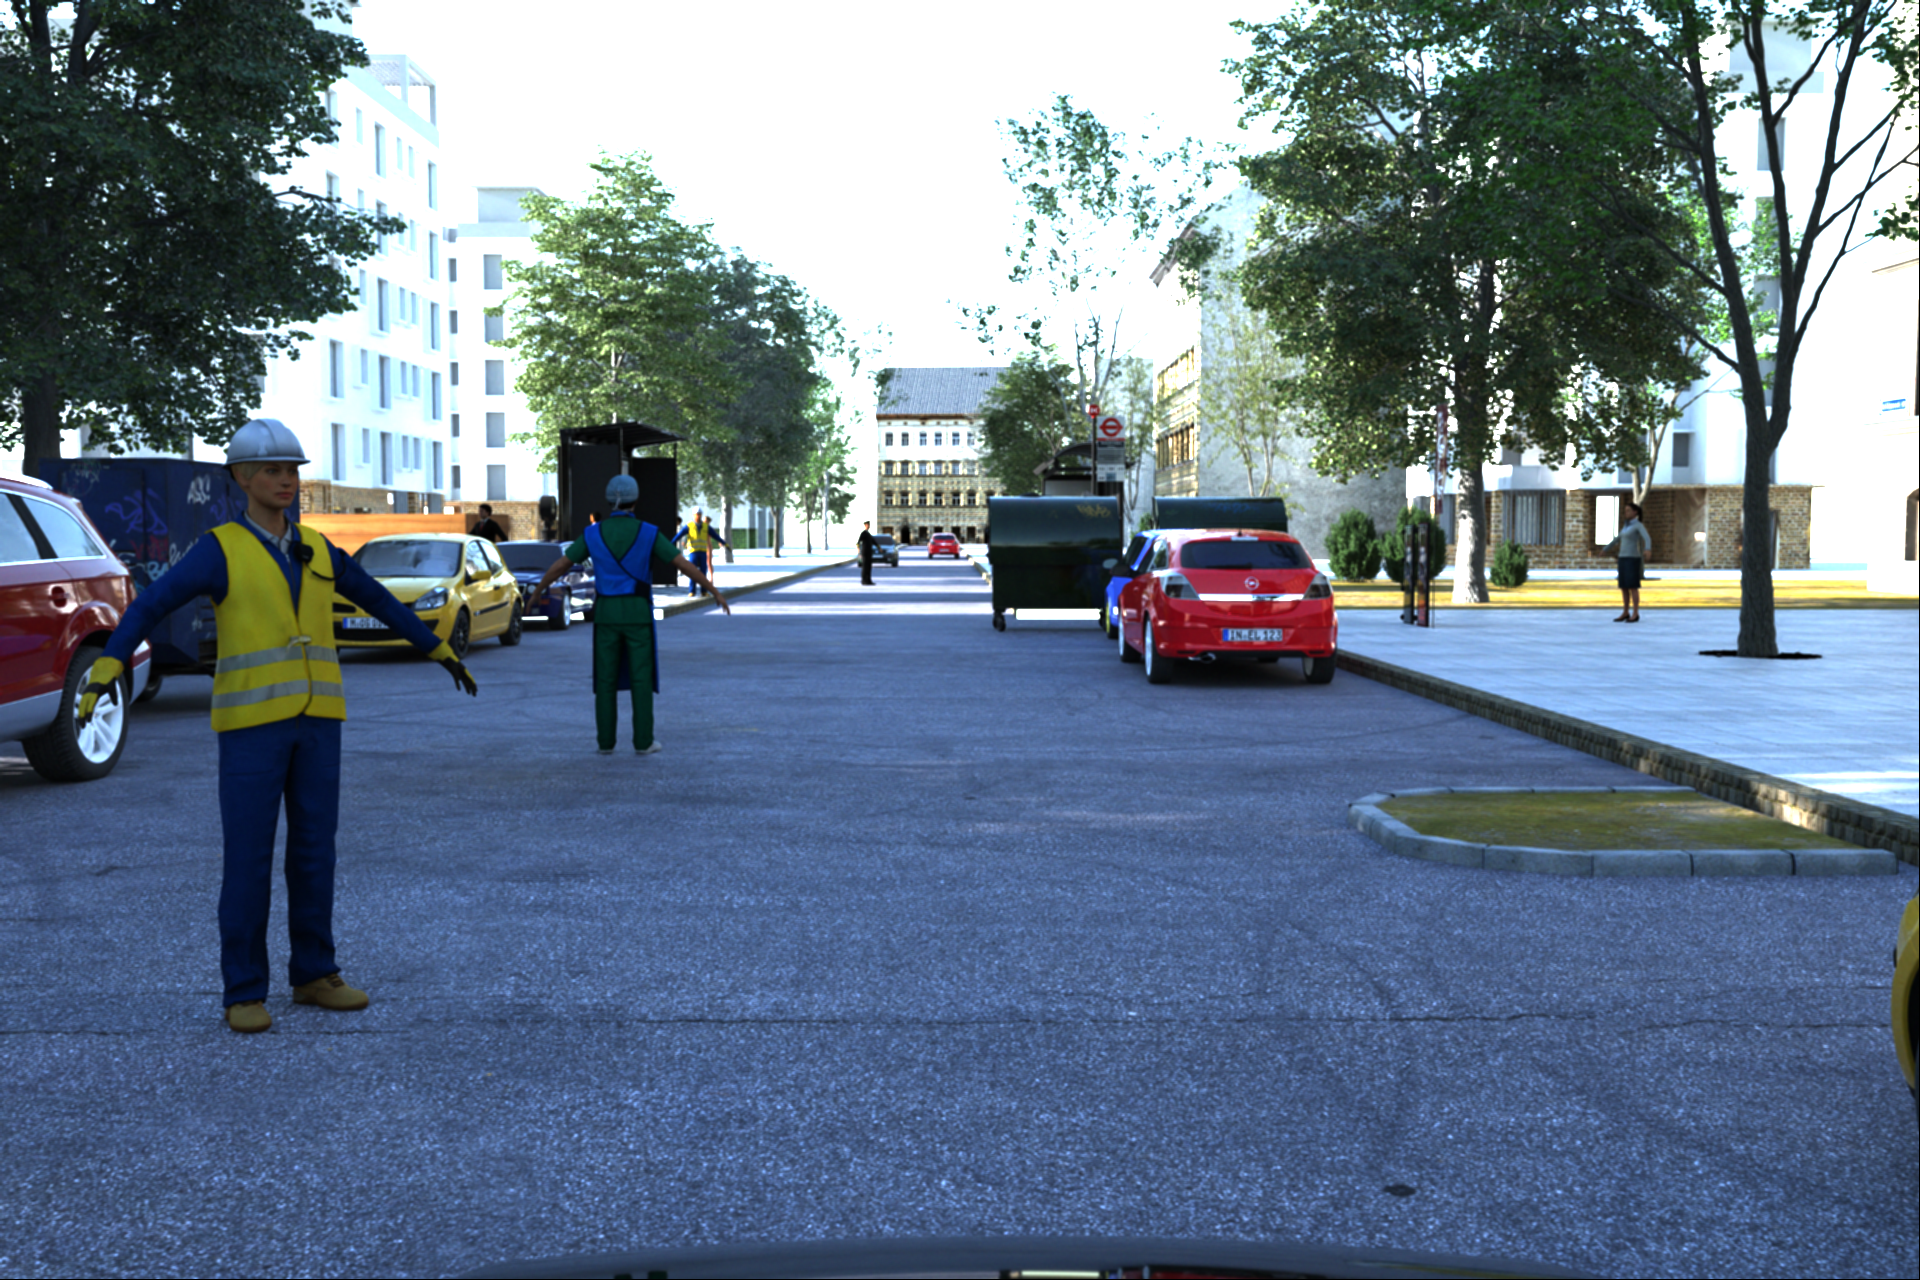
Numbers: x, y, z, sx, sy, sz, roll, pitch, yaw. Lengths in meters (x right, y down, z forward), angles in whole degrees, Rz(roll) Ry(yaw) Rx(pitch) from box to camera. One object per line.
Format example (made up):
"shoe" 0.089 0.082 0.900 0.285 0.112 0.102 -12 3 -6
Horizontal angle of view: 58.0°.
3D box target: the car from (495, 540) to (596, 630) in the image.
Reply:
"car" -6.730 -0.885 27.044 1.945 1.354 3.894 0 4 -1

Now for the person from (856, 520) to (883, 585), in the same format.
"person" -2.582 -2.455 48.524 0.705 1.837 1.347 2 4 27

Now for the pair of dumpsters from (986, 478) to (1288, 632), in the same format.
"pair of dumpsters" 2.600 -1.282 25.918 4.436 2.255 1.574 0 4 0

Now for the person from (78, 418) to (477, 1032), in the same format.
"person" -1.974 0.234 5.099 0.721 1.772 1.216 3 5 41

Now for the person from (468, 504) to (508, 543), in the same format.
"person" -8.331 -1.477 30.341 1.347 1.806 0.705 2 4 28

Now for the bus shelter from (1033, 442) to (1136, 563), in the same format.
"bus shelter" 2.843 -2.865 40.768 2.014 3.302 5.546 0 4 0

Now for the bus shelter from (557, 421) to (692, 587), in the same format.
"bus shelter" -7.452 -2.923 39.079 1.731 3.624 6.357 0 4 2

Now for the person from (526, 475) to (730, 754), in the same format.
"person" -2.189 -0.168 11.328 1.347 1.817 0.704 0 4 1

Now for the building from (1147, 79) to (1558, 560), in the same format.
"building" 20.735 -16.012 92.717 19.493 23.208 18.063 0 3 0

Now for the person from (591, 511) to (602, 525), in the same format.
"person" -7.435 -1.734 35.066 0.721 1.740 1.216 2 4 33

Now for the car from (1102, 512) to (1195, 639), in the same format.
"car" 2.861 -0.797 22.616 1.945 1.707 3.694 0 4 -1

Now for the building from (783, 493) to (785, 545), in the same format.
"building" -30.190 -22.416 197.437 19.493 23.208 18.063 0 3 0

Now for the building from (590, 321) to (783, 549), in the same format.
"building" -26.193 -17.903 159.166 16.747 18.905 31.486 0 4 0

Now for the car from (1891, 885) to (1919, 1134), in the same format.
"car" 2.849 0.491 2.189 2.015 1.641 3.980 0 3 0

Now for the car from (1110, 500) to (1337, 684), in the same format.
"car" 2.683 -0.553 18.075 2.155 1.783 4.494 0 3 0

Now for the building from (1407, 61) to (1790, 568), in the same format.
"building" 25.129 -13.410 75.671 16.016 20.090 11.380 0 4 0

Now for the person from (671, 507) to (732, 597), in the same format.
"person" -5.377 -1.813 35.610 1.349 1.833 0.705 -1 4 -21

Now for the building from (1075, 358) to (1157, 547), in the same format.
"building" 21.699 -19.307 182.121 16.747 18.905 31.486 0 4 -1

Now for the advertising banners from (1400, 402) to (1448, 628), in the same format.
"advertising banners" 6.425 -1.699 23.972 0.090 3.025 2.074 0 4 0

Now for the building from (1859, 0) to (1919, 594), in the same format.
"building" 25.825 -12.391 21.675 14.460 24.649 34.723 0 4 0

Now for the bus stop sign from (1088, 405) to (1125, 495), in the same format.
"bus stop sign" 2.981 -2.880 35.790 0.855 3.939 0.416 0 4 0

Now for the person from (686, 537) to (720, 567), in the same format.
"person" -9.965 -3.706 66.856 1.348 1.796 0.705 0 4 2

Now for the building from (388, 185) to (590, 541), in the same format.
"building" -27.987 -14.608 95.255 16.016 20.090 11.380 0 4 0

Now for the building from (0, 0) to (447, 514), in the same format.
"building" -26.333 -12.382 58.869 16.016 20.090 11.380 0 4 0

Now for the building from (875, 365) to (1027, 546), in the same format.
"building" -0.753 -23.969 225.277 18.063 23.208 19.493 0 4 5

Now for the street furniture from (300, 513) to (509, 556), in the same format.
"street furniture" -14.231 -2.005 39.633 9.812 1.723 11.010 1 4 14

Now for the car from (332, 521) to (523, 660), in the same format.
"car" -6.520 -0.653 20.908 2.015 1.641 3.980 0 4 -1

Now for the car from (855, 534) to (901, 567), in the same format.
"car" -3.581 -4.046 75.946 2.009 1.686 4.222 0 4 -1

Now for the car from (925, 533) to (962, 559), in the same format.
"car" -0.956 -5.633 101.136 2.155 1.783 4.494 0 4 -2

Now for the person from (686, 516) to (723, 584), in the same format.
"person" -6.493 -2.282 44.121 1.217 1.733 0.721 2 4 33

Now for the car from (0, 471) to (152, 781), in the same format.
"car" -6.017 0.005 8.592 2.281 1.827 5.304 0 3 0
